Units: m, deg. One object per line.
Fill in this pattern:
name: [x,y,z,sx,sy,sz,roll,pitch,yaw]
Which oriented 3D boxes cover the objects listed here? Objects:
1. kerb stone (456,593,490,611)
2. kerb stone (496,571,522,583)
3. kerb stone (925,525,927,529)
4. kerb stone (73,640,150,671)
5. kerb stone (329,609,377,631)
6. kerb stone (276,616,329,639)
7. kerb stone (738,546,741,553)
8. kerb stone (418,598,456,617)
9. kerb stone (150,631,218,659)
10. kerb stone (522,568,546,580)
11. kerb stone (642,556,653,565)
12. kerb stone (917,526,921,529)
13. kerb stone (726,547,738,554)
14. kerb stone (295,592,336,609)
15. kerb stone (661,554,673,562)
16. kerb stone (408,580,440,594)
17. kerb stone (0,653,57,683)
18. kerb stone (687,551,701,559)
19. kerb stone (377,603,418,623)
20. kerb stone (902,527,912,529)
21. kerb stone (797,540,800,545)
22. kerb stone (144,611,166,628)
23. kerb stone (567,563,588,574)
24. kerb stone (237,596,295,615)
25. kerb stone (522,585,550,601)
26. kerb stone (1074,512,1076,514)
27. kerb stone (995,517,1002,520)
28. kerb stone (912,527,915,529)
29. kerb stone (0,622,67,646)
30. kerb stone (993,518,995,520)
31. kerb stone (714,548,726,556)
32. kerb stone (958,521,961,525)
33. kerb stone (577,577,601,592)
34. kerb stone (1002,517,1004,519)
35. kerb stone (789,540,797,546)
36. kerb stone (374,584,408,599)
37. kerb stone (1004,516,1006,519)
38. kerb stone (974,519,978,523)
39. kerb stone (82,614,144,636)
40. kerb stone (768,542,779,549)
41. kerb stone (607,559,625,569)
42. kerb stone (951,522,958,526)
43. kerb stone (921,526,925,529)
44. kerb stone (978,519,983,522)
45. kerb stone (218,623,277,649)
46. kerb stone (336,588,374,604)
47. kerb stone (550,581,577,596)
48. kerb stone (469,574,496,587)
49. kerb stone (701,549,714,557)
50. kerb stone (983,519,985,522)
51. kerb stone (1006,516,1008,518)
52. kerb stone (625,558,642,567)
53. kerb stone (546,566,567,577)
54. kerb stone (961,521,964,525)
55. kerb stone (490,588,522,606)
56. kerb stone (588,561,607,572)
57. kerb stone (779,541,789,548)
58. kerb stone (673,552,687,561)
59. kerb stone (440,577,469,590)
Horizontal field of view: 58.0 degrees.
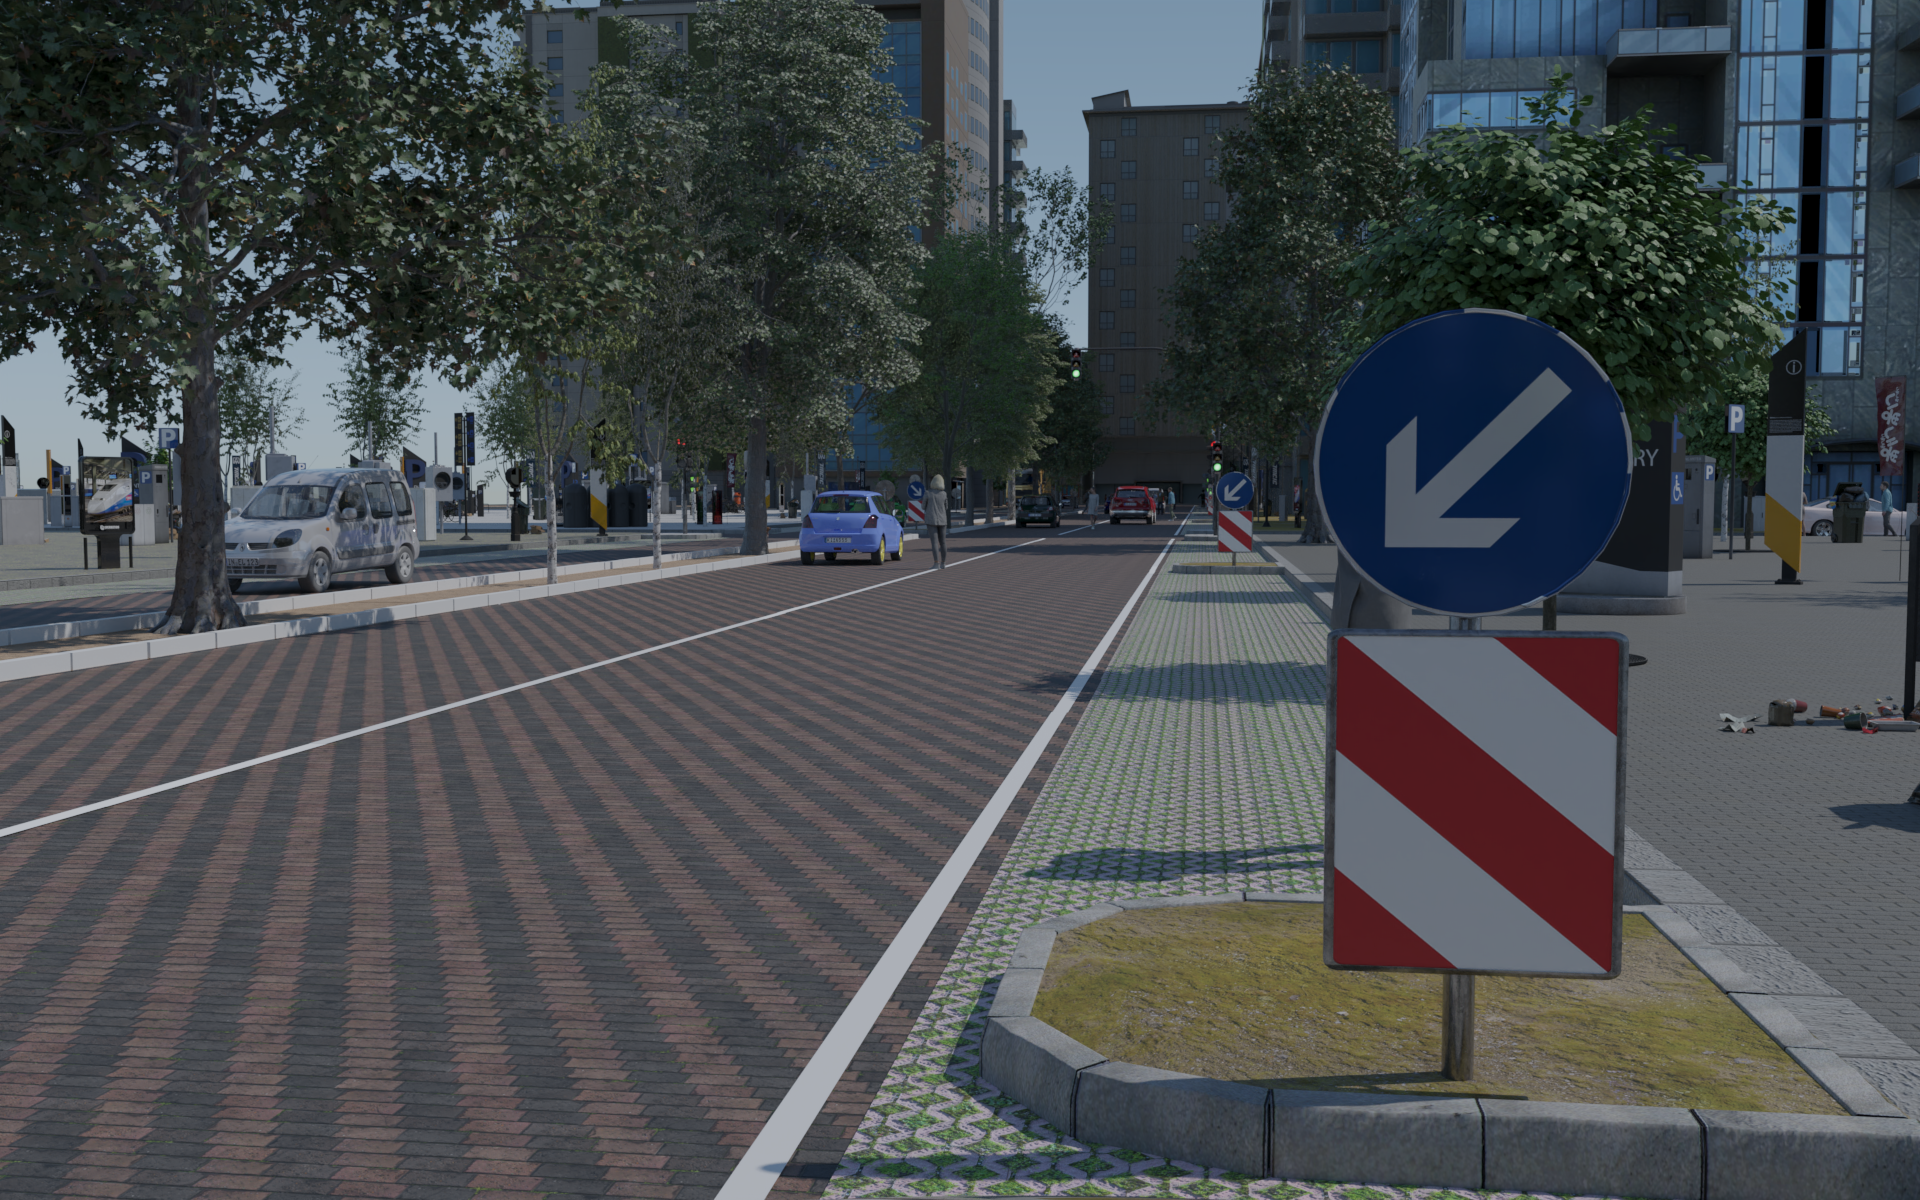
kerb stone: [-6.159,0.034,21.633,0.120,0.150,1.000,0,4,8]
kerb stone: [-7.389,-0.357,28.028,0.120,0.150,1.000,0,4,8]
kerb stone: [-1.486,-2.932,70.187,0.120,0.150,1.000,0,4,8]
kerb stone: [-7.160,0.471,14.497,0.120,0.150,1.000,0,4,8]
kerb stone: [-6.584,0.227,18.591,0.120,0.150,1.000,0,4,8]
kerb stone: [-6.732,0.283,17.571,0.120,0.150,1.000,0,4,8]
kerb stone: [-5.391,-1.219,42.252,0.120,0.150,1.000,0,4,8]
kerb stone: [-6.304,0.098,20.622,0.120,0.150,1.000,0,4,8]
kerb stone: [-7.016,0.410,15.530,0.120,0.150,1.000,0,4,8]
kerb stone: [-7.239,-0.419,29.046,0.120,0.150,1.000,0,4,8]
kerb stone: [-6.393,-0.787,35.153,0.120,0.150,1.000,0,4,8]
kerb stone: [-1.771,-2.808,68.158,0.120,0.150,1.000,0,4,8]
kerb stone: [-5.541,-1.164,41.240,0.120,0.150,1.000,0,4,8]
kerb stone: [-8.239,0.016,21.939,0.120,0.150,1.000,0,4,8]
kerb stone: [-6.248,-0.853,36.165,0.120,0.150,1.000,0,4,8]
kerb stone: [-7.815,-0.170,24.978,0.120,0.150,1.000,0,4,8]
kerb stone: [-7.304,0.533,13.485,0.120,0.150,1.000,0,4,8]
kerb stone: [-5.966,-0.976,38.199,0.120,0.150,1.000,0,4,8]
kerb stone: [-6.448,0.158,19.608,0.120,0.150,1.000,0,4,8]
kerb stone: [-2.052,-2.686,66.106,0.120,0.150,1.000,0,4,8]
kerb stone: [-4.542,-1.598,48.344,0.120,0.150,1.000,0,4,8]
kerb stone: [-8.667,0.202,18.886,0.120,0.150,1.000,0,4,8]
kerb stone: [-6.955,-0.543,31.070,0.120,0.150,1.000,0,4,8]
kerb stone: [-8.380,0.079,20.927,0.120,0.150,1.000,0,4,8]
kerb stone: [-5.879,-0.090,23.669,0.120,0.150,1.000,0,4,8]
kerb stone: [7.840,-6.079,121.596,0.120,0.150,1.000,0,4,8]
kerb stone: [2.069,-4.485,95.532,0.120,0.150,1.000,0,4,8]
kerb stone: [-1.913,-2.747,67.135,0.120,0.150,1.000,0,4,8]
kerb stone: [-8.951,0.327,16.853,0.120,0.150,1.000,0,4,8]
kerb stone: [1.636,-4.297,92.476,0.120,0.150,1.000,0,4,8]
kerb stone: [-5.679,-1.103,40.228,0.120,0.150,1.000,0,4,8]
kerb stone: [-0.207,-3.493,79.303,0.120,0.150,1.000,0,4,8]
kerb stone: [-5.594,-0.214,25.694,0.120,0.150,1.000,0,4,8]
kerb stone: [2.199,-4.547,96.546,0.120,0.150,1.000,0,4,8]
kerb stone: [-4.686,-1.537,47.328,0.120,0.150,1.000,0,4,8]
kerb stone: [-7.954,-0.106,23.963,0.120,0.150,1.000,0,4,8]
kerb stone: [2.349,-4.607,97.571,0.120,0.150,1.000,0,4,8]
kerb stone: [0.643,-3.861,85.386,0.120,0.150,1.000,0,4,8]
kerb stone: [-8.807,0.268,17.867,0.120,0.150,1.000,0,4,8]
kerb stone: [-4.974,-1.413,45.297,0.120,0.150,1.000,0,4,8]
kerb stone: [-6.671,-0.665,33.116,0.120,0.150,1.000,0,4,8]
kerb stone: [-0.351,-3.428,78.289,0.120,0.150,1.000,0,4,8]
kerb stone: [-1.625,-2.873,69.172,0.120,0.150,1.000,0,4,8]
kerb stone: [0.926,-3.987,87.411,0.120,0.150,1.000,0,4,8]
kerb stone: [-6.870,0.346,16.546,0.120,0.150,1.000,0,4,8]
kerb stone: [-8.099,-0.046,22.951,0.120,0.150,1.000,0,4,8]
kerb stone: [-5.732,-0.150,24.680,0.120,0.150,1.000,0,4,8]
kerb stone: [-7.533,-0.294,27.002,0.120,0.150,1.000,0,4,8]
kerb stone: [-5.821,-1.041,39.213,0.120,0.150,1.000,0,4,8]
kerb stone: [1.066,-4.051,88.424,0.120,0.150,1.000,0,4,8]
kerb stone: [2.486,-4.673,98.593,0.120,0.150,1.000,0,4,8]
kerb stone: [-6.537,-0.730,34.137,0.120,0.150,1.000,0,4,8]
kerb stone: [-7.100,-0.481,30.058,0.120,0.150,1.000,0,4,8]
kerb stone: [-0.061,-3.546,80.317,0.120,0.150,1.000,0,4,8]
kerb stone: [-6.018,-0.023,22.654,0.120,0.150,1.000,0,4,8]
kerb stone: [-6.822,-0.605,32.086,0.120,0.150,1.000,0,4,8]
kerb stone: [-4.826,-1.475,46.310,0.120,0.150,1.000,0,4,8]
kerb stone: [-6.113,-0.917,37.181,0.120,0.150,1.000,0,4,8]
kerb stone: [-7.674,-0.232,25.990,0.120,0.150,1.000,0,4,8]
